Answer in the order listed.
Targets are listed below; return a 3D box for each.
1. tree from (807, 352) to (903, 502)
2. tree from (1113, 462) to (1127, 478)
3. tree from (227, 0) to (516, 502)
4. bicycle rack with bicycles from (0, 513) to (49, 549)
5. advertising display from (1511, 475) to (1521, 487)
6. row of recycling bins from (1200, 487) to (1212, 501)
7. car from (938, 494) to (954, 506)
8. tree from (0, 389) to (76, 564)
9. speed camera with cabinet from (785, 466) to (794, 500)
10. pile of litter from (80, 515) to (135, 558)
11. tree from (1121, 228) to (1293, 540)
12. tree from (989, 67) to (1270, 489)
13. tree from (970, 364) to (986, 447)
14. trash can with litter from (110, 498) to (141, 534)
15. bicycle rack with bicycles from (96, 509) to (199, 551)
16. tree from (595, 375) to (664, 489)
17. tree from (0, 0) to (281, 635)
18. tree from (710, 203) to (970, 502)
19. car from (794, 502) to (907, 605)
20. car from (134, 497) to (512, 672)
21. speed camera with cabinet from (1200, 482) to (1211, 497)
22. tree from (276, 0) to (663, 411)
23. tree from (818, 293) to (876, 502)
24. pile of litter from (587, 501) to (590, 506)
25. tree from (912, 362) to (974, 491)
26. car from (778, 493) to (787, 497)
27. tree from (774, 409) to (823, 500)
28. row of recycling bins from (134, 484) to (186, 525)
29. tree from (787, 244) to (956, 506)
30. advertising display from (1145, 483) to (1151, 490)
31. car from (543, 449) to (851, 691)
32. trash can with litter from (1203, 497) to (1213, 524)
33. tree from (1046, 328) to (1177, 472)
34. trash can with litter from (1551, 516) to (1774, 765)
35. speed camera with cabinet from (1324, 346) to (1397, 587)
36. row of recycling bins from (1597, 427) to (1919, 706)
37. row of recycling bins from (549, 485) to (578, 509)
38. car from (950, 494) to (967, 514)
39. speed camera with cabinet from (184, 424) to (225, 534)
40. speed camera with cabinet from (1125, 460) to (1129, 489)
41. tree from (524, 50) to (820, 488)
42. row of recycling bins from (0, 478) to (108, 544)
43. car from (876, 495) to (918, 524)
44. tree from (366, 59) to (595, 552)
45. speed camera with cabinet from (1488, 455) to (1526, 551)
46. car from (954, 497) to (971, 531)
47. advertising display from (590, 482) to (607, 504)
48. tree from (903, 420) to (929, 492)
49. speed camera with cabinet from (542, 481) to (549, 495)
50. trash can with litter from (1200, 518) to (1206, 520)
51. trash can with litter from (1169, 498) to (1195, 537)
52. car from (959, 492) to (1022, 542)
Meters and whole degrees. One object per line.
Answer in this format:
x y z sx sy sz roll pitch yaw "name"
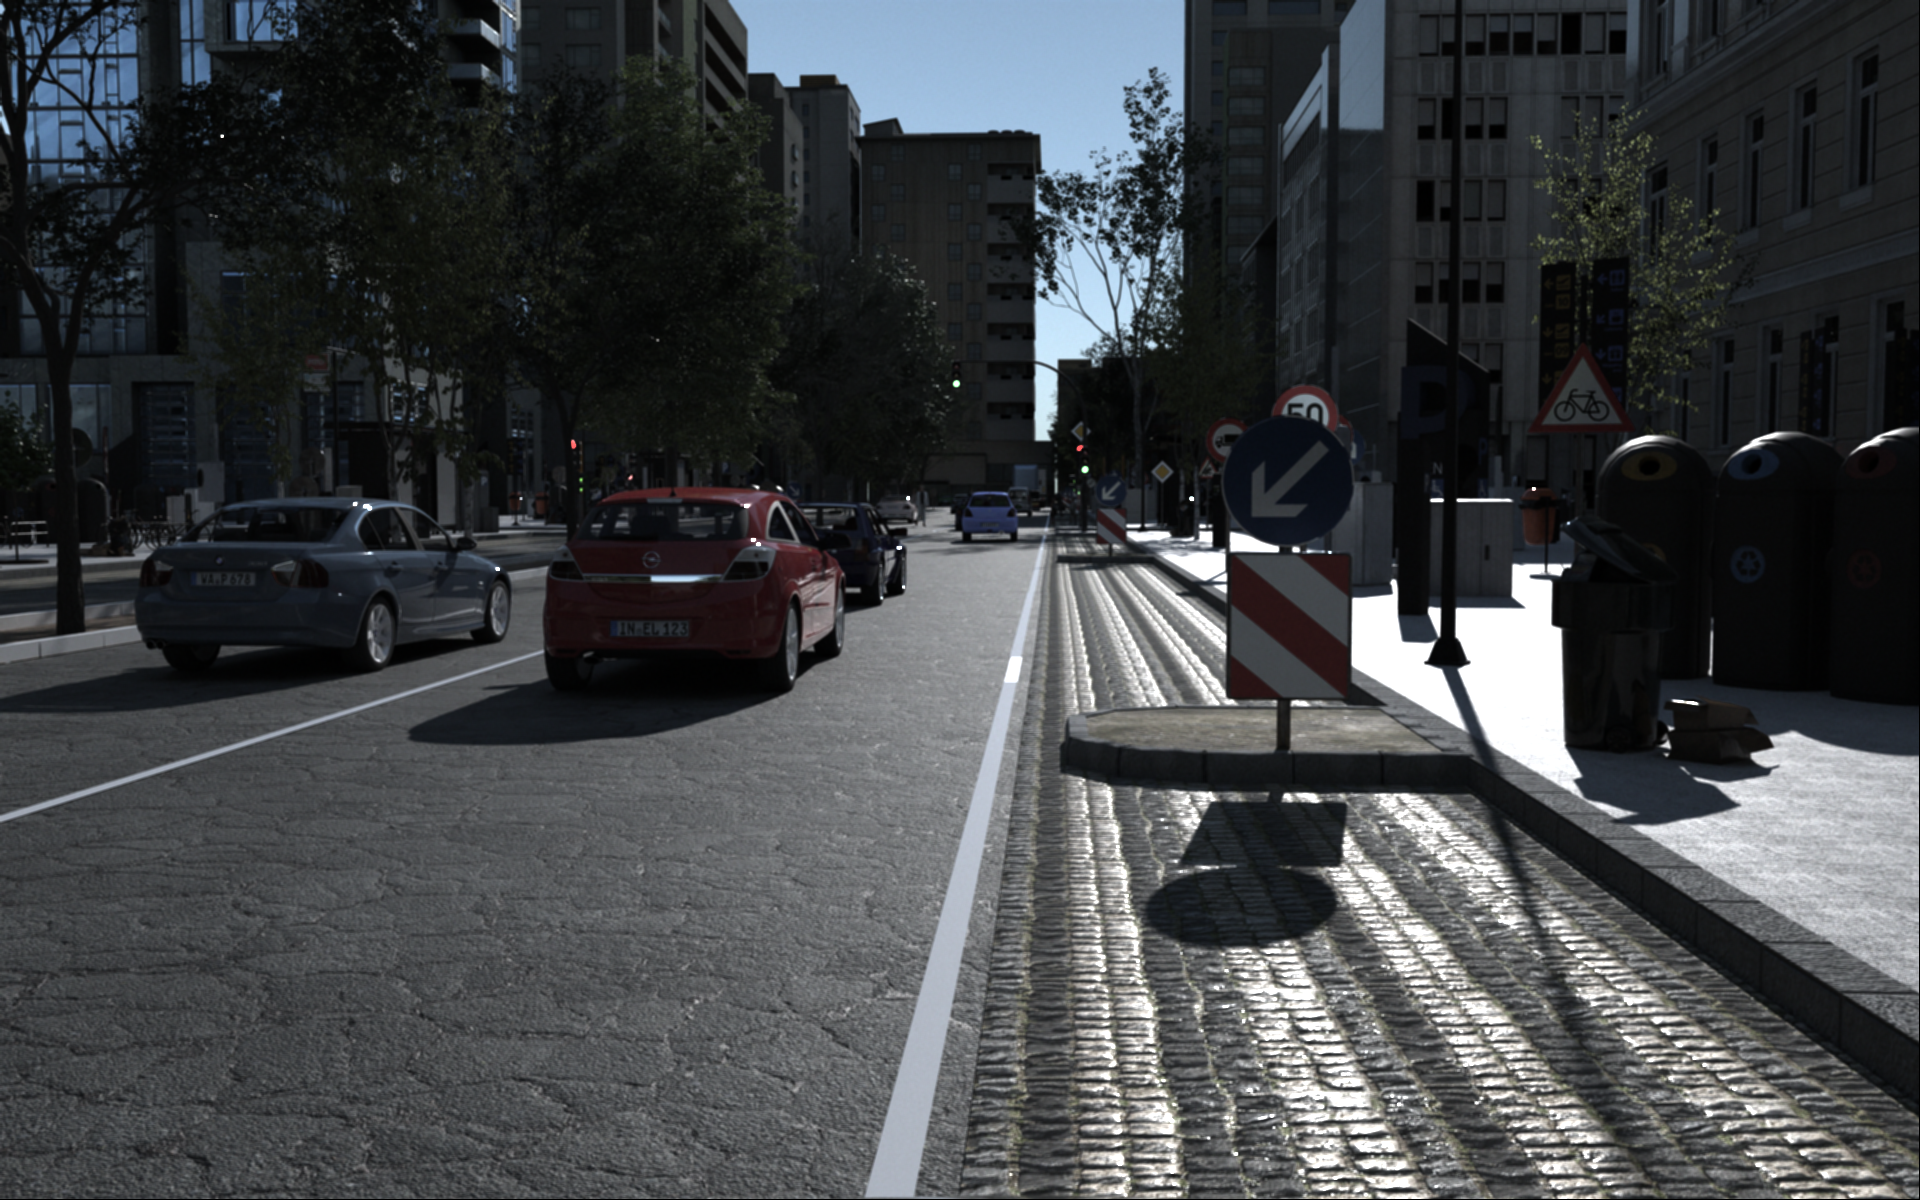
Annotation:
-5.205 -7.884 81.715 4.737 8.622 4.395 0 3 0 "tree"
9.536 -6.716 104.400 1.663 3.219 1.824 0 3 0 "tree"
-7.900 -4.347 23.892 4.737 8.622 4.395 0 3 0 "tree"
-23.058 -1.679 40.826 2.852 0.926 2.925 0 4 -1 "bicycle rack with bicycles"
18.468 -3.202 57.563 0.123 1.923 0.974 0 4 7 "advertising display"
15.056 -5.997 105.161 3.534 1.692 1.069 2 4 25 "row of recycling bins"
-1.646 -12.039 205.636 1.959 1.807 4.718 0 4 2 "car"
-17.576 -2.287 32.000 1.663 3.219 1.824 0 3 0 "tree"
-11.764 -7.735 120.799 0.660 3.252 2.038 0 4 3 "speed camera with cabinet"
-17.593 -1.329 35.701 1.176 0.858 1.719 -1 4 -11 "pile of litter"
6.725 -5.970 47.975 4.737 8.622 4.395 0 3 0 "tree"
7.692 -13.695 79.803 12.611 20.169 13.585 0 3 0 "tree"
-3.306 -12.476 116.807 12.009 13.543 11.850 0 3 0 "tree"
-27.507 -2.763 56.239 1.678 1.210 2.233 -2 4 -35 "trash can with litter"
-18.514 -1.616 39.796 2.852 0.926 2.925 2 4 27 "bicycle rack with bicycles"
-14.785 -7.742 76.941 4.737 8.622 4.395 0 3 0 "tree"
-8.990 -4.939 17.625 8.767 10.594 7.601 0 4 3 "tree"
-5.925 -9.792 72.932 12.009 13.543 11.850 0 3 0 "tree"
-1.744 -0.680 23.698 1.945 1.354 3.894 0 4 5 "car"
-5.430 -0.202 15.312 2.014 1.417 4.499 0 4 5 "car"
18.856 -8.657 135.877 0.660 3.252 2.038 -2 4 -25 "speed camera with cabinet"
-7.872 -6.032 35.496 8.767 10.594 7.601 0 4 3 "tree"
-7.267 -7.079 52.612 8.767 10.594 7.601 0 4 3 "tree"
-23.296 -5.899 110.414 1.176 0.858 1.719 1 4 18 "pile of litter"
-2.751 -12.283 129.042 9.928 11.665 9.643 0 3 0 "tree"
-8.696 -4.301 79.912 1.945 1.707 3.694 0 4 1 "car"
-12.112 -10.968 129.694 4.360 8.622 3.978 0 3 0 "tree"
-33.777 -4.039 73.154 1.069 1.692 3.534 0 4 3 "row of recycling bins"
-5.027 -10.998 88.936 9.857 13.997 8.962 0 3 0 "tree"
11.140 -5.851 100.885 0.974 1.923 0.123 0 4 2 "advertising display"
-2.013 -0.309 14.092 2.155 1.783 4.494 0 4 3 "car"
10.763 -3.843 74.224 0.624 1.170 1.055 1 4 13 "trash can with litter"
10.977 -13.304 127.884 12.009 13.543 11.850 0 3 0 "tree"
3.497 0.169 8.617 0.624 1.170 1.055 -3 5 -42 "trash can with litter"
5.313 -1.811 23.952 0.660 3.252 2.038 3 4 38 "speed camera with cabinet"
5.672 -0.251 11.212 1.069 1.692 3.534 -2 4 -31 "row of recycling bins"
-18.723 -4.622 82.685 1.069 1.692 3.534 0 4 4 "row of recycling bins"
0.261 -7.055 127.352 2.014 1.417 4.499 0 4 3 "car"
-21.449 -3.350 49.113 0.660 3.252 2.038 -3 4 -38 "speed camera with cabinet"
10.323 -6.428 99.429 2.038 3.252 0.660 3 4 38 "speed camera with cabinet"
-7.555 -7.605 44.927 7.486 12.596 7.792 0 3 0 "tree"
-23.998 -2.304 44.791 3.534 1.692 1.069 -3 5 -43 "row of recycling bins"
-3.102 -4.469 85.424 2.083 1.381 4.827 0 4 3 "car"
-8.367 -4.690 29.504 4.360 8.622 3.978 0 3 0 "tree"
12.427 -2.799 40.102 0.660 3.252 2.038 0 4 -6 "speed camera with cabinet"
0.725 -3.474 69.380 1.945 1.354 3.894 0 4 2 "car"
-19.447 -5.355 92.764 0.974 1.923 0.123 3 4 37 "advertising display"
-3.758 -9.445 107.249 4.737 8.622 4.395 0 3 0 "tree"
-28.699 -7.536 117.549 0.660 3.252 2.038 1 4 23 "speed camera with cabinet"
12.150 -4.619 86.573 2.233 1.210 1.678 -1 4 -18 "trash can with litter"
6.655 -2.492 52.139 0.624 1.170 1.055 -2 4 -27 "trash can with litter"
0.940 -2.672 53.283 1.945 1.707 3.694 0 4 2 "car"
